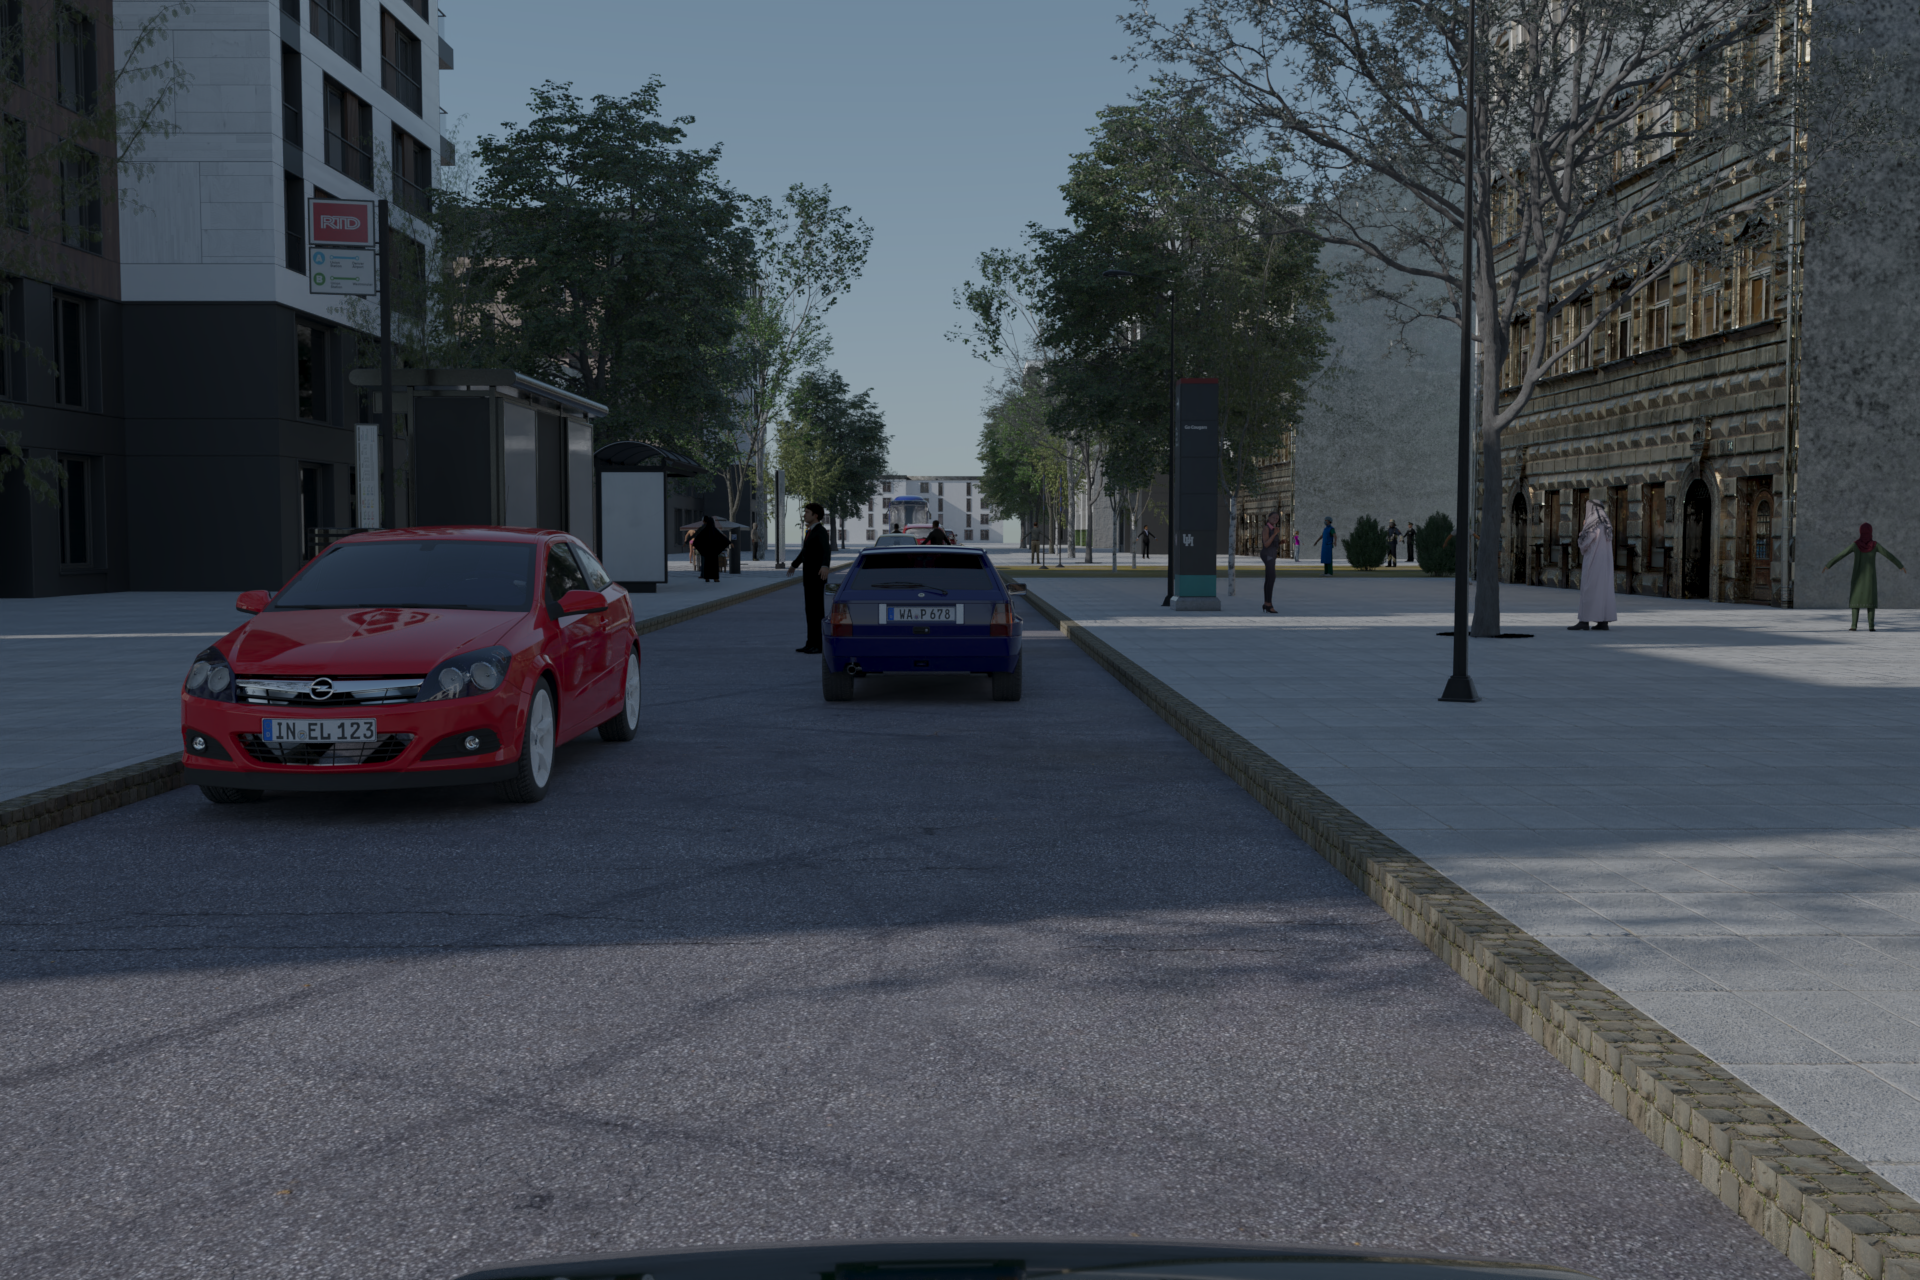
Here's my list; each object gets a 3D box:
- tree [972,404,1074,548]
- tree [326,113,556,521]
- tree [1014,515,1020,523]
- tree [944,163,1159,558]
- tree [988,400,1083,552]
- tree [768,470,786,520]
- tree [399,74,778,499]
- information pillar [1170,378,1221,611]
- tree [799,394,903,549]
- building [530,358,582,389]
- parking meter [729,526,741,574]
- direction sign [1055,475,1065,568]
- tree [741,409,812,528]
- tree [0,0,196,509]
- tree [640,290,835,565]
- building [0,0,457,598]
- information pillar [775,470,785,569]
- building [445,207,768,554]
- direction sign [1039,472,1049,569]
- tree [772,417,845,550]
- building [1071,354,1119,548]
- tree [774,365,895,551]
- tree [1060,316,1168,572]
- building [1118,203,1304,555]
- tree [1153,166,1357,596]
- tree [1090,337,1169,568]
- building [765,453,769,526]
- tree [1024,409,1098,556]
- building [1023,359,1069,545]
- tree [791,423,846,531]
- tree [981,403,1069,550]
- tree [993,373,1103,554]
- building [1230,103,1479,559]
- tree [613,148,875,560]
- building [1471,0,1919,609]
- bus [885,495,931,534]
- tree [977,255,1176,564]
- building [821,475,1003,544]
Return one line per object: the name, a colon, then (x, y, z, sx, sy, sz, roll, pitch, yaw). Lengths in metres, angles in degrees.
tree: (5.600, -15.145, 154.267, 9.857, 13.997, 8.962, 0, 3, 0)
tree: (-9.423, -4.907, 30.599, 4.360, 8.622, 3.978, 0, 3, 0)
tree: (9.934, -18.261, 248.922, 4.360, 8.622, 3.978, 0, 3, 0)
tree: (5.523, -14.386, 91.107, 12.611, 20.169, 13.585, 0, 3, 0)
tree: (5.517, -11.953, 121.193, 9.928, 11.665, 9.643, 0, 3, 0)
tree: (-28.114, -19.113, 246.913, 7.601, 10.594, 8.767, 0, 4, 2)
tree: (-9.873, -8.609, 47.407, 9.857, 13.997, 8.962, 0, 3, 0)
information pillar: (3.967, -2.429, 29.097, 0.750, 3.857, 0.750, 0, 4, 0)
tree: (-10.173, -14.577, 148.708, 12.009, 13.543, 11.850, 0, 3, 0)
building: (-24.220, -9.238, 93.181, 9.099, 9.664, 28.070, 0, 4, 0)
parking meter: (-7.262, -2.900, 55.827, 0.372, 1.533, 0.369, 0, 3, 0)
direction sign: (3.841, -4.549, 66.377, 0.379, 3.537, 0.876, 0, 4, -2)
tree: (-10.233, -9.076, 98.763, 4.737, 8.622, 4.395, 0, 3, 0)
tree: (-9.736, -3.973, 15.318, 4.360, 8.622, 3.978, 0, 3, 0)
tree: (-9.329, -8.947, 72.034, 9.928, 11.665, 9.643, 0, 3, 0)
building: (-28.978, -11.724, 35.659, 27.936, 21.610, 32.646, 0, 3, 0)
information pillar: (-6.650, -4.446, 64.008, 0.184, 3.620, 1.656, 0, 4, 2)
building: (-29.332, -17.184, 124.929, 27.936, 21.610, 32.646, 0, 4, -1)
direction sign: (3.066, -4.363, 63.334, 0.379, 3.537, 0.876, 0, 4, 0)
tree: (-9.394, -9.469, 105.173, 4.737, 8.622, 4.395, 0, 3, 0)
building: (20.864, -19.089, 178.560, 16.747, 18.905, 31.486, 0, 4, 0)
tree: (-9.428, -13.609, 129.157, 9.857, 13.997, 8.962, 0, 3, 0)
tree: (4.983, -6.596, 58.200, 4.360, 8.622, 3.978, 0, 3, 0)
building: (25.032, -17.103, 123.602, 27.936, 21.610, 32.646, 0, 4, -1)
tree: (5.447, -5.211, 35.560, 4.360, 8.622, 3.978, 0, 3, 0)
tree: (6.468, -6.985, 64.564, 4.360, 8.622, 3.978, 0, 3, 0)
building: (-24.617, -14.665, 181.916, 9.099, 9.664, 28.070, 0, 4, -1)
tree: (6.027, -9.348, 103.197, 4.737, 8.622, 4.395, 0, 3, 0)
building: (21.772, -22.927, 218.823, 27.936, 21.610, 32.646, 0, 3, 0)
tree: (-9.727, -10.105, 115.583, 4.737, 8.622, 4.395, 0, 3, 0)
tree: (5.446, -13.678, 141.765, 7.486, 12.596, 7.792, 0, 3, 0)
tree: (5.752, -11.357, 111.438, 9.928, 11.665, 9.643, 0, 3, 0)
building: (25.879, -16.209, 95.945, 19.493, 23.208, 18.063, 0, 4, -1)
tree: (-11.376, -14.128, 86.874, 12.611, 20.169, 13.585, 0, 3, 0)
building: (23.362, -12.661, 37.941, 19.493, 23.208, 18.063, 0, 4, 0)
bus: (-3.269, -7.498, 114.137, 2.896, 3.916, 12.251, 0, 4, 0)
tree: (5.767, -10.084, 75.245, 12.009, 13.543, 11.850, 0, 3, 0)
building: (-7.752, -18.437, 246.040, 28.070, 9.664, 9.099, 0, 4, -3)
